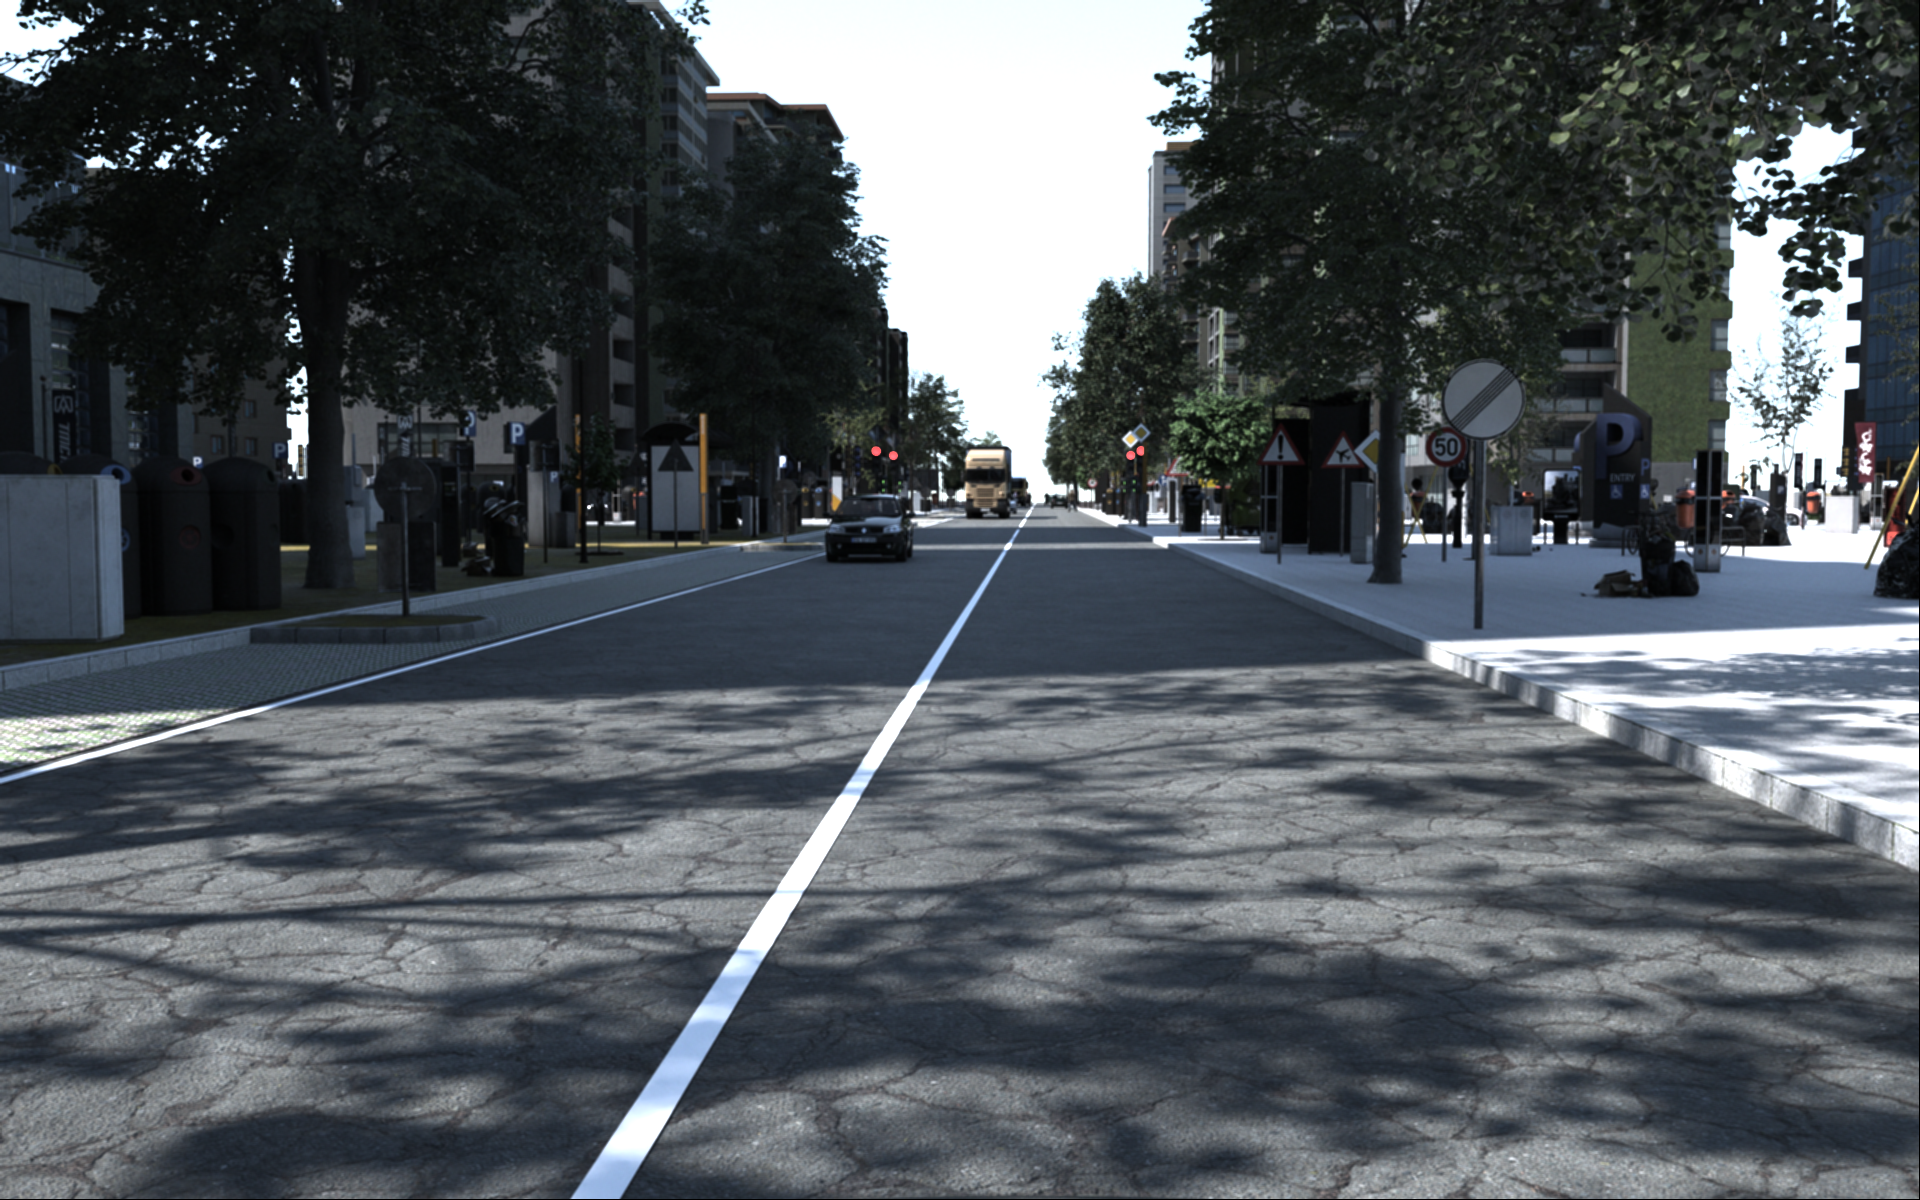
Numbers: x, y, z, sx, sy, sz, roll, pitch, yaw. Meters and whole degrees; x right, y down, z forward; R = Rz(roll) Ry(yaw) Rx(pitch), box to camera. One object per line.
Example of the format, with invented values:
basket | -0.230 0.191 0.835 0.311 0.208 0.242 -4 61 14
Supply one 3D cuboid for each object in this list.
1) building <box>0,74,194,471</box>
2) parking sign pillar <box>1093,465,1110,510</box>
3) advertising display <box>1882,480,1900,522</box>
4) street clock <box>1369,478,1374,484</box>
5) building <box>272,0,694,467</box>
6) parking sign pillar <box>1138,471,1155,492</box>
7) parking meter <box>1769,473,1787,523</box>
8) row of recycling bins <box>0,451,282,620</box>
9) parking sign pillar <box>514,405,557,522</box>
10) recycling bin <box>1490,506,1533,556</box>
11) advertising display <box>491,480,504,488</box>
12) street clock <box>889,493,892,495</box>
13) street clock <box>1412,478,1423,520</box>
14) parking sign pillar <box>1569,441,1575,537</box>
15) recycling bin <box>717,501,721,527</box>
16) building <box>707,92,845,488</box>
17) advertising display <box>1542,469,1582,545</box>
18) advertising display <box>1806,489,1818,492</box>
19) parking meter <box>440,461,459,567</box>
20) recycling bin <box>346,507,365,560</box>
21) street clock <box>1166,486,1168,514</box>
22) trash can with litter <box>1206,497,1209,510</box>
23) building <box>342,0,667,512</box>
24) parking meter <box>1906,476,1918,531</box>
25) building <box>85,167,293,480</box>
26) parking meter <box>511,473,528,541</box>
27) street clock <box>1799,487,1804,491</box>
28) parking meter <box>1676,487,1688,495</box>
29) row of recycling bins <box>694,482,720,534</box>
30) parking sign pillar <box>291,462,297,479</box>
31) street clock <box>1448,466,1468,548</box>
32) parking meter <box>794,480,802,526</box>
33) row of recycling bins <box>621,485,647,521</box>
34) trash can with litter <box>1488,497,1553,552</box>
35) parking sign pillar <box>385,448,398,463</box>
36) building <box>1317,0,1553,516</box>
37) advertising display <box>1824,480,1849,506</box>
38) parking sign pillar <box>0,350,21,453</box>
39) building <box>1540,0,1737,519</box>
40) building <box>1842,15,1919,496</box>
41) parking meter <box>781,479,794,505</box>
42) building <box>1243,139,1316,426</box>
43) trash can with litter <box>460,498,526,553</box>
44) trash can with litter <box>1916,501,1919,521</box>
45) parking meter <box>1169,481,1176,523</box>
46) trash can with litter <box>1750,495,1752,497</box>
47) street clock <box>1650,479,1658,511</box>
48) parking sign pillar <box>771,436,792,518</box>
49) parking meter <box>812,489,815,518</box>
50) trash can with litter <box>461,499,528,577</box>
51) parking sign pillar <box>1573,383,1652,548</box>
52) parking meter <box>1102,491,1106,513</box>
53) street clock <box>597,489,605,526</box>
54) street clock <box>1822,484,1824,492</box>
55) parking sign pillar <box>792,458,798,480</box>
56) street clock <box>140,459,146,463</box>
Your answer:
building | -41.118 -44.721 43.855 31.000 86.520 22.319 0 4 3
parking sign pillar | 11.650 -9.373 141.725 1.447 3.967 1.447 3 5 42
advertising display | 42.256 -4.507 78.911 0.123 1.923 0.974 -3 4 -38
street clock | 18.466 -4.511 78.330 0.471 2.002 0.358 1 4 15
building | -32.726 -27.018 133.618 32.217 40.220 23.993 0 4 3
parking sign pillar | 14.194 -8.770 131.860 1.447 3.967 1.447 -1 4 -11
parking meter | 22.691 -2.591 48.067 0.399 1.863 0.255 -1 4 -13
row of recycling bins | -8.652 -0.671 18.079 1.069 1.692 3.534 2 4 24
parking sign pillar | -12.690 -3.876 51.837 1.447 3.967 1.447 3 4 38
recycling bin | 11.589 -1.460 36.417 0.722 1.027 0.722 0 4 3
advertising display | -21.608 -4.632 80.948 0.123 1.923 0.974 1 4 17
street clock | -4.371 -6.381 108.892 0.358 2.002 0.471 0 4 -7
street clock | 21.020 -4.593 79.661 0.471 2.002 0.358 2 4 27
parking sign pillar | 19.080 -3.910 52.395 1.447 3.967 1.447 -2 4 -34
recycling bin | -9.132 -3.377 67.774 0.722 1.027 0.722 0 3 0
building | -24.587 -32.835 191.470 22.147 44.769 28.867 0 4 3
advertising display | 15.385 -2.390 44.294 0.974 1.923 0.123 3 5 43
advertising display | 71.904 -8.632 146.340 0.974 1.923 0.123 2 4 35
parking meter | -9.026 -1.523 30.609 0.255 1.863 0.399 -2 4 -23
recycling bin | -12.190 -1.315 34.048 0.722 1.027 0.722 3 5 44
street clock | 13.499 -6.570 111.989 0.358 2.002 0.471 2 4 35
trash can with litter | 19.910 -7.824 139.309 1.055 1.170 0.624 -2 4 -28
building | -25.087 -19.945 97.803 14.160 30.474 14.107 0 4 3
parking meter | 25.201 -2.457 45.883 0.255 1.863 0.399 2 4 31
building | -61.606 -16.037 107.245 28.899 21.520 27.650 0 4 3
parking meter | -12.074 -2.553 47.453 0.399 1.863 0.255 3 4 38
street clock | 71.985 -8.789 148.265 0.358 2.002 0.471 0 4 2
parking meter | 25.718 -3.260 61.717 0.372 1.533 0.369 0 3 0
row of recycling bins | -8.635 -3.086 57.570 1.069 1.692 3.534 -1 4 -15
parking sign pillar | -56.318 -9.673 146.627 1.447 3.967 1.447 -1 4 -19
street clock | 11.855 -2.242 41.235 0.471 2.002 0.358 0 4 6
parking meter | -6.580 -3.920 69.808 0.255 1.863 0.399 -3 5 -43
row of recycling bins | -14.393 -4.628 82.782 3.534 1.692 1.069 -1 4 -10
trash can with litter | 12.605 -1.727 39.288 1.678 1.210 2.233 1 4 10
parking sign pillar | -28.065 -5.989 86.389 1.447 3.967 1.447 0 4 1
building | 31.730 -26.747 120.904 14.154 41.232 14.086 0 4 3
advertising display | 40.046 -4.523 79.158 0.974 1.923 0.123 3 5 44
parking sign pillar | -17.966 -2.655 31.875 1.447 3.967 1.447 1 4 17
building | 32.255 -25.073 93.540 14.086 41.232 14.154 0 4 3
building | 58.817 -27.139 93.838 14.200 45.320 14.600 0 4 3
parking meter | -6.581 -3.651 65.408 0.255 1.863 0.399 -3 4 -38
building | 31.666 -22.729 143.315 14.160 30.474 14.107 0 4 3
trash can with litter | -10.640 -1.633 37.757 2.233 1.210 1.678 0 4 -6
trash can with litter | 18.419 -1.300 32.313 2.233 1.210 1.678 -1 4 -23
parking meter | 9.407 -4.339 76.652 0.255 1.863 0.399 1 4 14
trash can with litter | 40.849 -4.812 89.733 1.678 1.210 2.233 2 4 28
street clock | 32.541 -4.699 81.396 0.471 2.002 0.358 -2 4 -25
parking sign pillar | -7.410 -4.805 67.027 1.447 3.967 1.447 0 4 1
parking meter | -7.924 -5.126 92.214 0.372 1.533 0.369 0 3 0
trash can with litter | -7.295 -0.959 27.064 1.055 1.170 0.624 1 4 13
parking sign pillar | 15.847 -3.239 41.430 1.447 3.967 1.447 -2 4 -31
parking meter | 9.875 -6.734 118.513 0.372 1.533 0.369 0 3 0
street clock | -14.536 -4.017 70.241 0.358 2.002 0.471 -2 4 -24
street clock | 62.755 -7.410 125.722 0.471 2.002 0.358 -2 4 -35
parking sign pillar | -9.782 -6.768 99.123 1.447 3.967 1.447 -2 4 -35
street clock | -16.571 -1.894 35.536 0.358 2.002 0.471 2 4 24
